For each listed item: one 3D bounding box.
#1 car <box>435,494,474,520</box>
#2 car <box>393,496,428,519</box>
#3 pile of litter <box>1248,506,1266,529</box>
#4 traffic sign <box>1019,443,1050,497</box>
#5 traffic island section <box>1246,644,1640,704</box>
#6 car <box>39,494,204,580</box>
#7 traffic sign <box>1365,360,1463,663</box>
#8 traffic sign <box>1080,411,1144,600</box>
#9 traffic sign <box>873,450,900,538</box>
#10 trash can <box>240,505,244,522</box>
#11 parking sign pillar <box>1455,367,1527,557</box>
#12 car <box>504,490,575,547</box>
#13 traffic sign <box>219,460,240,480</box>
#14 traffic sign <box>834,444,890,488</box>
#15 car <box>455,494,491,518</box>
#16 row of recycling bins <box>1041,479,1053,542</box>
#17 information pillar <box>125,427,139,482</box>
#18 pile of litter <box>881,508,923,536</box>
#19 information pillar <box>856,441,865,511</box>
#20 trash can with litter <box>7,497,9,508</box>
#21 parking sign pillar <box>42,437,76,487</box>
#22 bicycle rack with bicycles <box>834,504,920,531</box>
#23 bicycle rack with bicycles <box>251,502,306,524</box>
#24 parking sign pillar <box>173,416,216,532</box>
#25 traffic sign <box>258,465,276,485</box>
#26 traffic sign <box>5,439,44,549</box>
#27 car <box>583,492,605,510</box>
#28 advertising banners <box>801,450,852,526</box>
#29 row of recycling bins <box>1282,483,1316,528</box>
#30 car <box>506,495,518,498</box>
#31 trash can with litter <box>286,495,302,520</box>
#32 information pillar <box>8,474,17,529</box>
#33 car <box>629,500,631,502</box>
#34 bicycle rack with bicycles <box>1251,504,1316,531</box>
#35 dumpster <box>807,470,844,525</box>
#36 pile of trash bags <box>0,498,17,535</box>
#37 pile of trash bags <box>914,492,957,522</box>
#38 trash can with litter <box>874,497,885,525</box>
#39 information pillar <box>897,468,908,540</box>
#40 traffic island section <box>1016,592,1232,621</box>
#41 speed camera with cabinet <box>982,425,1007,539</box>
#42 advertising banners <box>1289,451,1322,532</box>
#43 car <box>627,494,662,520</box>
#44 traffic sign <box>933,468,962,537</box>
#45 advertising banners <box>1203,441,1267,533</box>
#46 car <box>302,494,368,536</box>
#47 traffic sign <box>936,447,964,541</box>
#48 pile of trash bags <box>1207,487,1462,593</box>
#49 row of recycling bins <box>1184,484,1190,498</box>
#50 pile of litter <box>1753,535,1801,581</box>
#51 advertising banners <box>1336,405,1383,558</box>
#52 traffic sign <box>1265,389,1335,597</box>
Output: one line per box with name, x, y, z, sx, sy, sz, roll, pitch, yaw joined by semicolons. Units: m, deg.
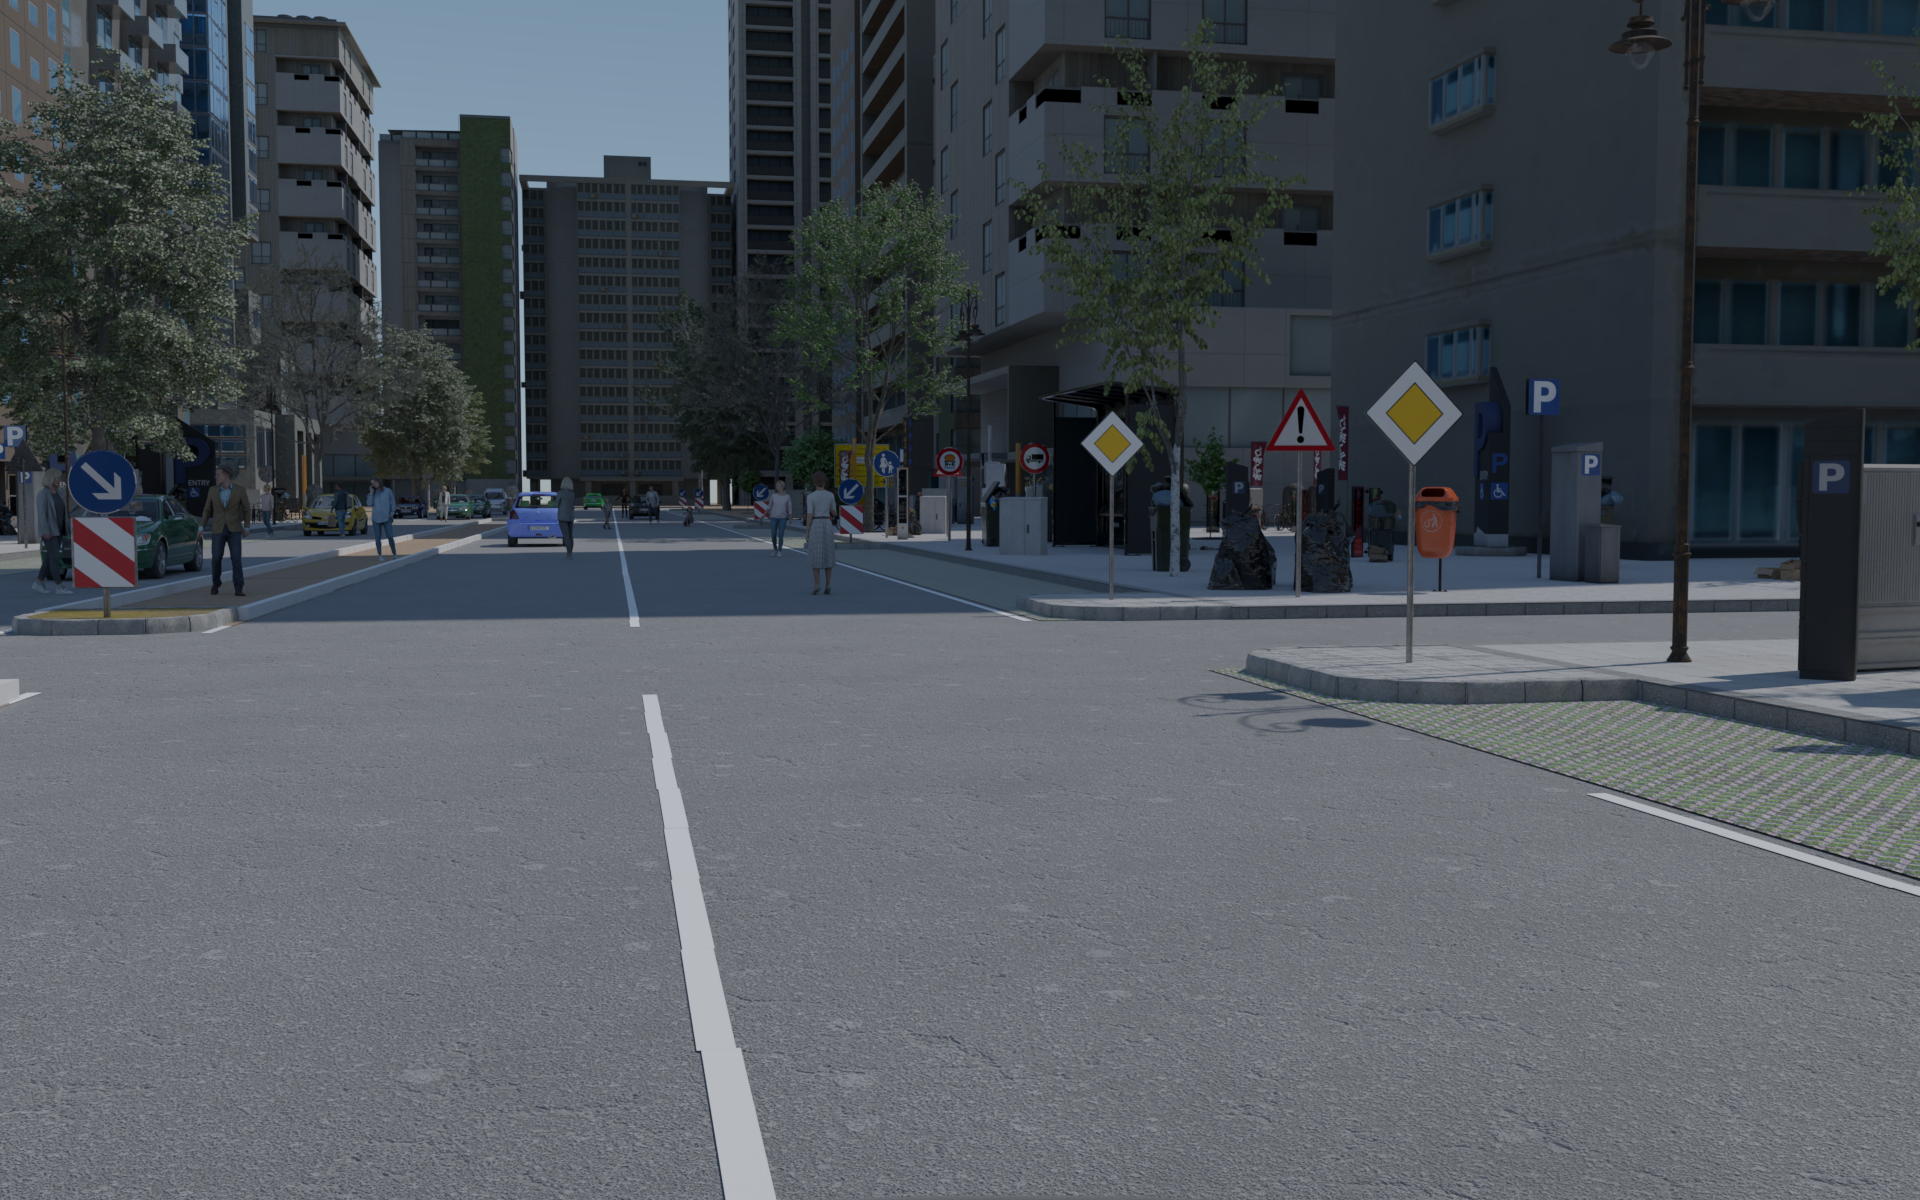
car;-28.411;-5.240;97.476;2.131;1.459;4.920;-1;4;-12
car;-32.670;-5.524;102.897;1.945;1.354;3.894;-1;4;-10
pile of litter;10.675;-3.056;63.924;1.176;0.858;1.719;-1;4;-20
traffic sign;1.851;-2.625;43.023;0.768;2.556;0.104;0;4;-5
traffic island section;3.434;0.556;13.187;2.009;0.180;2.903;-1;4;-11
car;-14.690;-1.147;30.550;2.131;1.459;4.920;-1;4;-12
traffic sign;3.412;-0.579;13.105;0.795;2.450;0.064;-1;4;-11
traffic sign;1.830;-1.057;20.932;0.795;2.450;0.064;-1;4;-11
traffic sign;-2.137;-3.082;50.502;0.768;2.556;0.104;0;4;-2
trash can;-33.007;-4.127;79.128;0.748;1.137;0.748;0;3;0
parking sign pillar;11.101;-2.914;36.121;1.447;3.967;1.447;0;4;4
car;-11.740;-2.370;48.335;1.945;1.707;3.694;-1;4;-13
traffic sign;-27.106;-3.922;64.228;0.768;2.556;0.104;-1;4;-10
traffic sign;-3.959;-4.663;70.118;2.265;3.308;0.079;-1;4;-10
car;-29.500;-5.700;104.988;2.131;1.459;4.920;-1;4;-10
row of recycling bins;3.731;-2.370;45.862;3.534;1.692;1.069;1;4;22
information pillar;-27.329;-4.023;57.137;0.504;3.616;0.183;1;4;17
pile of litter;-1.833;-2.432;53.730;1.176;0.858;1.719;3;5;43
information pillar;-4.239;-4.958;72.416;0.504;3.616;0.183;-1;4;-19
trash can with litter;-36.337;-3.354;65.902;1.678;1.210;2.233;0;4;-6
parking sign pillar;-35.652;-4.907;68.704;1.447;3.967;1.447;2;4;34
bicycle rack with bicycles;-2.681;-2.903;60.839;2.925;0.926;2.852;1;4;14
bicycle rack with bicycles;-30.964;-3.962;78.167;2.925;0.926;2.852;3;4;37
parking sign pillar;-26.303;-4.347;59.542;1.447;3.967;1.447;-1;4;-13
traffic sign;-30.509;-4.660;76.293;0.768;2.556;0.104;0;4;-6
traffic sign;-22.015;-2.492;40.754;0.884;2.594;0.081;0;4;-3
car;-33.566;-9.177;158.834;1.959;1.807;4.718;-1;4;-10
advertising banners;-5.333;-4.468;69.235;2.074;3.025;0.090;0;4;4
row of recycling bins;14.069;-3.605;66.056;3.534;1.692;1.069;0;4;-6
car;-36.320;-7.793;139.780;2.083;1.381;4.827;-1;4;-11
trash can with litter;-32.608;-4.574;85.847;2.233;1.210;1.678;0;4;-6
information pillar;-35.218;-3.671;64.509;0.304;2.012;0.304;-1;4;-11
car;-21.189;-6.506;116.152;2.009;1.686;4.222;-1;4;-11
bicycle rack with bicycles;11.692;-2.907;60.911;2.852;0.926;2.925;0;4;-7
dumpster;-5.500;-4.230;71.651;1.502;2.255;1.985;-1;4;-12
pile of trash bags;-30.963;-2.711;54.081;3.447;1.369;1.912;3;5;40
pile of trash bags;-1.237;-4.281;79.744;1.912;1.369;3.447;-2;4;-24
trash can with litter;-3.191;-3.698;71.855;1.055;1.170;0.624;-1;4;-13
information pillar;-1.618;-2.704;48.706;0.304;2.012;0.304;0;4;-5
traffic island section;1.852;0.077;21.014;2.009;0.180;2.903;-1;4;-11
speed camera with cabinet;0.982;-3.353;49.161;0.660;3.252;2.038;0;4;5
advertising banners;11.463;-3.744;57.398;0.090;3.025;2.074;-1;4;-17
car;-17.987;-5.438;98.690;2.009;1.686;4.222;-1;4;-10
traffic sign;-0.375;-3.163;51.723;0.884;2.594;0.081;0;4;-4
advertising banners;9.161;-3.760;57.665;2.074;3.025;0.090;0;4;1
car;-21.761;-3.065;60.342;2.015;1.641;3.980;-1;4;-11
traffic sign;-0.289;-2.885;47.272;0.768;2.556;0.104;-1;4;-11
pile of trash bags;4.979;-0.825;23.243;3.447;1.369;1.912;2;4;30
row of recycling bins;6.332;-2.930;55.023;1.069;1.692;3.534;2;4;29
pile of litter;12.574;-0.739;26.041;1.176;0.858;1.719;2;4;33
advertising banners;8.060;-2.373;34.994;0.090;3.025;2.074;3;5;39
traffic sign;4.196;-1.311;21.432;0.884;2.594;0.081;0;4;-6
